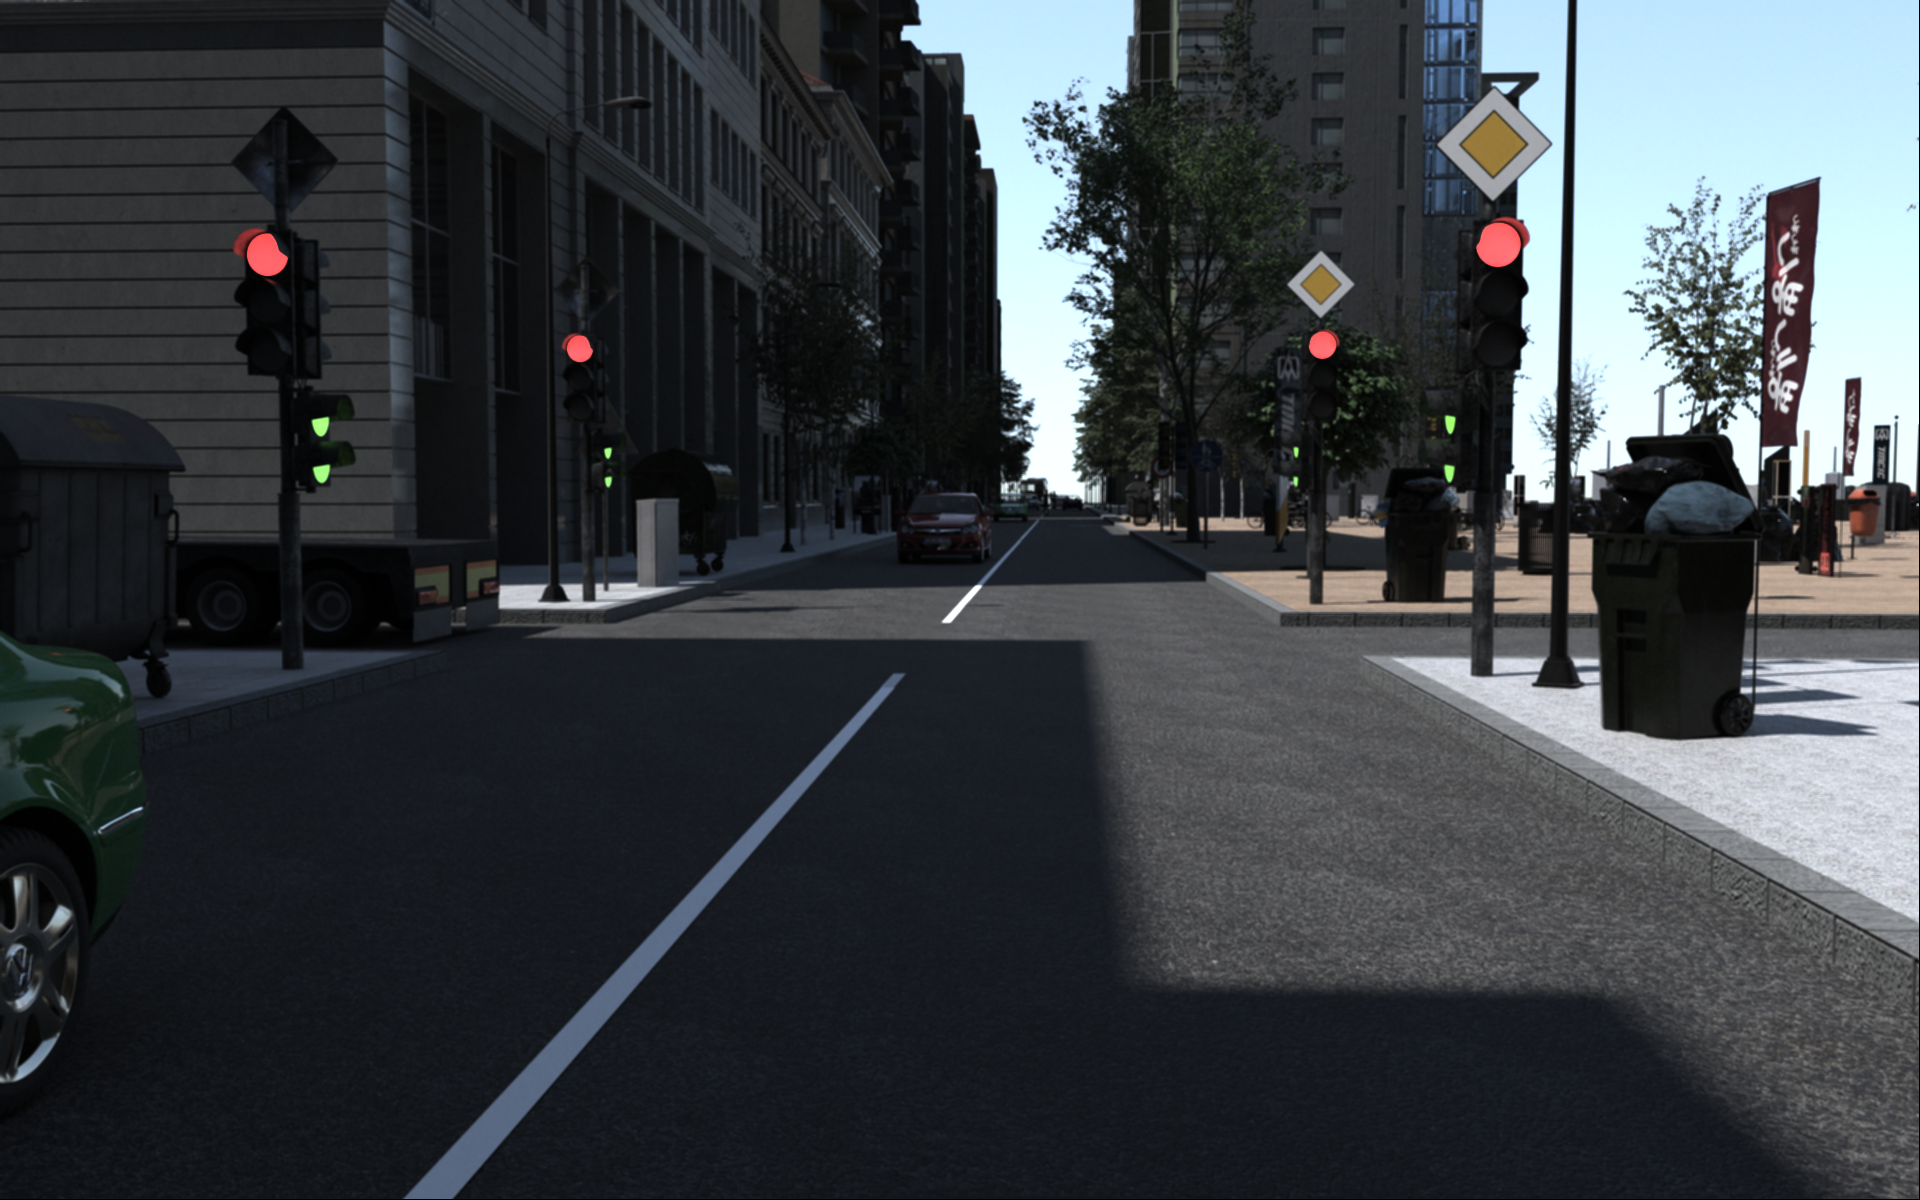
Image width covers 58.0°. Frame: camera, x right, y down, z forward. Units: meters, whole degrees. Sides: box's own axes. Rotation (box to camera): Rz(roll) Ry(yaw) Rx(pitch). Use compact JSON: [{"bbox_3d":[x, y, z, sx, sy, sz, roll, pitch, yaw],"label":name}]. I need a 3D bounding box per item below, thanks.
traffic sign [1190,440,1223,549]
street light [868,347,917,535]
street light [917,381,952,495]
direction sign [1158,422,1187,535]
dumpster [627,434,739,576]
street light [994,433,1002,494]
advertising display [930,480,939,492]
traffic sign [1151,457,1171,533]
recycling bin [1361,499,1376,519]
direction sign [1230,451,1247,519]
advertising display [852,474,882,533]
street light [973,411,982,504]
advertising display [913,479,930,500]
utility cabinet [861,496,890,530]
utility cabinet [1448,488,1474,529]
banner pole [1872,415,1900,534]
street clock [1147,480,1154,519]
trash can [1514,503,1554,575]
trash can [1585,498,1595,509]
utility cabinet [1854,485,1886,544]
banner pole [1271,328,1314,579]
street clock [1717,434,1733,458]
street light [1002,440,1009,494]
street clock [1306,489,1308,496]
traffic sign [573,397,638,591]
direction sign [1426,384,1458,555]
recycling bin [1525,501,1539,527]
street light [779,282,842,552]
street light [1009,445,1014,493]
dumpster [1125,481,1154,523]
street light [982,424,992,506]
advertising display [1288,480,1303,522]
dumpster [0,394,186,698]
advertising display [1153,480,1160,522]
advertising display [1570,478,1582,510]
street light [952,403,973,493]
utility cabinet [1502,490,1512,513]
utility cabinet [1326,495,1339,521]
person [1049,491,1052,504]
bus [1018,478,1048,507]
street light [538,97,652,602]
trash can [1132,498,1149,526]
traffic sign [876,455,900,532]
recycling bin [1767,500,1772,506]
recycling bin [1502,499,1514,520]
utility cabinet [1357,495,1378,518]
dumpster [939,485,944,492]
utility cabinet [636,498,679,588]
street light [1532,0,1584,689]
[{"bbox_3d":[5.771,-2.477,40.601,0.768,2.556,0.104,1,4,12],"label":"traffic sign"},{"bbox_3d":[-2.235,-5.034,54.850,1.470,5.913,1.316,0,4,3],"label":"street light"},{"bbox_3d":[-1.225,-6.059,71.603,1.470,5.913,1.316,0,4,3],"label":"street light"},{"bbox_3d":[6.656,-3.809,54.281,0.876,3.537,0.379,1,4,11],"label":"direction sign"},{"bbox_3d":[-4.480,-1.553,27.884,1.502,2.255,1.985,0,4,3],"label":"dumpster"},{"bbox_3d":[2.220,-9.694,131.041,1.470,5.913,1.316,0,4,3],"label":"street light"},{"bbox_3d":[-1.416,-4.403,77.199,0.974,1.923,0.123,1,4,9],"label":"advertising display"},{"bbox_3d":[6.726,-3.520,57.651,0.768,2.556,0.104,1,4,13],"label":"traffic sign"},{"bbox_3d":[21.422,-4.787,90.820,0.722,1.027,0.722,1,4,13],"label":"recycling bin"},{"bbox_3d":[14.565,-6.033,90.642,0.876,3.537,0.379,1,4,11],"label":"direction sign"},{"bbox_3d":[-3.039,-3.152,56.742,0.974,1.923,0.123,0,4,8],"label":"advertising display"},{"bbox_3d":[0.319,-7.644,97.527,1.470,5.913,1.316,0,4,3],"label":"street light"},{"bbox_3d":[-1.751,-4.342,76.210,0.123,1.923,0.974,-3,4,-37],"label":"advertising display"},{"bbox_3d":[-2.988,-3.068,61.318,1.020,1.237,0.306,0,4,8],"label":"utility cabinet"},{"bbox_3d":[18.046,-3.301,62.645,0.318,1.500,1.173,-2,4,-25],"label":"utility cabinet"},{"bbox_3d":[29.510,-3.984,55.162,0.863,3.779,0.401,3,4,36],"label":"banner pole"},{"bbox_3d":[9.734,-5.127,88.394,0.471,2.002,0.358,2,4,25],"label":"street clock"},{"bbox_3d":[9.197,-0.972,27.541,0.748,1.137,0.748,0,3,0],"label":"trash can"},{"bbox_3d":[25.538,-3.603,70.558,0.748,1.137,0.748,0,3,0],"label":"trash can"},{"bbox_3d":[23.177,-2.169,44.143,1.173,1.500,0.318,-3,5,-40],"label":"utility cabinet"},{"bbox_3d":[5.100,-2.213,26.203,0.863,3.779,0.401,-1,4,-16],"label":"banner pole"},{"bbox_3d":[9.084,-1.002,20.947,0.358,2.002,0.471,-1,4,-13],"label":"street clock"},{"bbox_3d":[3.193,-10.719,147.796,1.470,5.913,1.316,0,4,3],"label":"street light"},{"bbox_3d":[16.646,-4.770,82.567,0.358,2.002,0.471,1,4,20],"label":"street clock"},{"bbox_3d":[-4.681,-1.397,22.841,0.884,2.594,0.081,0,4,6],"label":"traffic sign"},{"bbox_3d":[10.053,-2.705,36.227,0.379,3.537,0.876,-2,4,-28],"label":"direction sign"},{"bbox_3d":[22.138,-3.356,67.423,0.722,1.027,0.722,1,4,19],"label":"recycling bin"},{"bbox_3d":[-3.273,-4.010,38.098,1.470,5.913,1.316,0,4,3],"label":"street light"},{"bbox_3d":[4.261,-11.749,164.638,1.470,5.913,1.316,0,4,3],"label":"street light"},{"bbox_3d":[8.121,-4.444,78.411,1.264,1.857,1.865,0,4,3],"label":"dumpster"},{"bbox_3d":[1.162,-8.670,114.290,1.470,5.913,1.316,0,4,3],"label":"street light"},{"bbox_3d":[15.479,-4.616,80.685,0.974,1.923,0.123,1,4,22],"label":"advertising display"},{"bbox_3d":[-5.595,-0.271,10.194,1.264,1.857,1.865,0,4,3],"label":"dumpster"},{"bbox_3d":[9.207,-4.551,79.629,0.123,1.923,0.974,-2,4,-30],"label":"advertising display"},{"bbox_3d":[24.069,-3.860,68.325,0.974,1.923,0.123,-1,4,-18],"label":"advertising display"},{"bbox_3d":[-0.248,-7.090,88.469,1.470,5.913,1.316,0,4,3],"label":"street light"},{"bbox_3d":[27.878,-4.865,88.221,0.318,1.500,1.173,2,4,27],"label":"utility cabinet"},{"bbox_3d":[17.679,-4.376,82.713,1.020,1.237,0.306,-3,5,-41],"label":"utility cabinet"},{"bbox_3d":[12.687,-14.211,240.859,1.348,1.822,0.705,-2,4,-35],"label":"person"},{"bbox_3d":[8.259,-12.045,191.800,2.948,3.499,13.247,0,4,5],"label":"bus"},{"bbox_3d":[-4.304,-2.931,20.460,1.470,5.913,1.316,0,4,3],"label":"street light"},{"bbox_3d":[7.270,-3.546,69.635,0.748,1.137,0.748,0,3,0],"label":"trash can"},{"bbox_3d":[-2.450,-3.539,57.861,0.884,2.594,0.081,1,4,10],"label":"traffic sign"},{"bbox_3d":[36.197,-4.009,78.106,0.722,1.027,0.722,-2,4,-33],"label":"recycling bin"},{"bbox_3d":[27.564,-4.521,86.473,0.722,1.027,0.722,3,5,39],"label":"recycling bin"},{"bbox_3d":[21.610,-4.931,91.783,1.020,1.237,0.306,2,4,25],"label":"utility cabinet"},{"bbox_3d":[-1.421,-4.595,80.893,1.264,1.857,1.865,0,4,3],"label":"dumpster"},{"bbox_3d":[-4.231,-0.801,24.252,0.306,1.237,1.020,1,4,9],"label":"utility cabinet"},{"bbox_3d":[3.462,-2.380,11.447,1.470,5.913,1.316,0,4,3],"label":"street light"}]
